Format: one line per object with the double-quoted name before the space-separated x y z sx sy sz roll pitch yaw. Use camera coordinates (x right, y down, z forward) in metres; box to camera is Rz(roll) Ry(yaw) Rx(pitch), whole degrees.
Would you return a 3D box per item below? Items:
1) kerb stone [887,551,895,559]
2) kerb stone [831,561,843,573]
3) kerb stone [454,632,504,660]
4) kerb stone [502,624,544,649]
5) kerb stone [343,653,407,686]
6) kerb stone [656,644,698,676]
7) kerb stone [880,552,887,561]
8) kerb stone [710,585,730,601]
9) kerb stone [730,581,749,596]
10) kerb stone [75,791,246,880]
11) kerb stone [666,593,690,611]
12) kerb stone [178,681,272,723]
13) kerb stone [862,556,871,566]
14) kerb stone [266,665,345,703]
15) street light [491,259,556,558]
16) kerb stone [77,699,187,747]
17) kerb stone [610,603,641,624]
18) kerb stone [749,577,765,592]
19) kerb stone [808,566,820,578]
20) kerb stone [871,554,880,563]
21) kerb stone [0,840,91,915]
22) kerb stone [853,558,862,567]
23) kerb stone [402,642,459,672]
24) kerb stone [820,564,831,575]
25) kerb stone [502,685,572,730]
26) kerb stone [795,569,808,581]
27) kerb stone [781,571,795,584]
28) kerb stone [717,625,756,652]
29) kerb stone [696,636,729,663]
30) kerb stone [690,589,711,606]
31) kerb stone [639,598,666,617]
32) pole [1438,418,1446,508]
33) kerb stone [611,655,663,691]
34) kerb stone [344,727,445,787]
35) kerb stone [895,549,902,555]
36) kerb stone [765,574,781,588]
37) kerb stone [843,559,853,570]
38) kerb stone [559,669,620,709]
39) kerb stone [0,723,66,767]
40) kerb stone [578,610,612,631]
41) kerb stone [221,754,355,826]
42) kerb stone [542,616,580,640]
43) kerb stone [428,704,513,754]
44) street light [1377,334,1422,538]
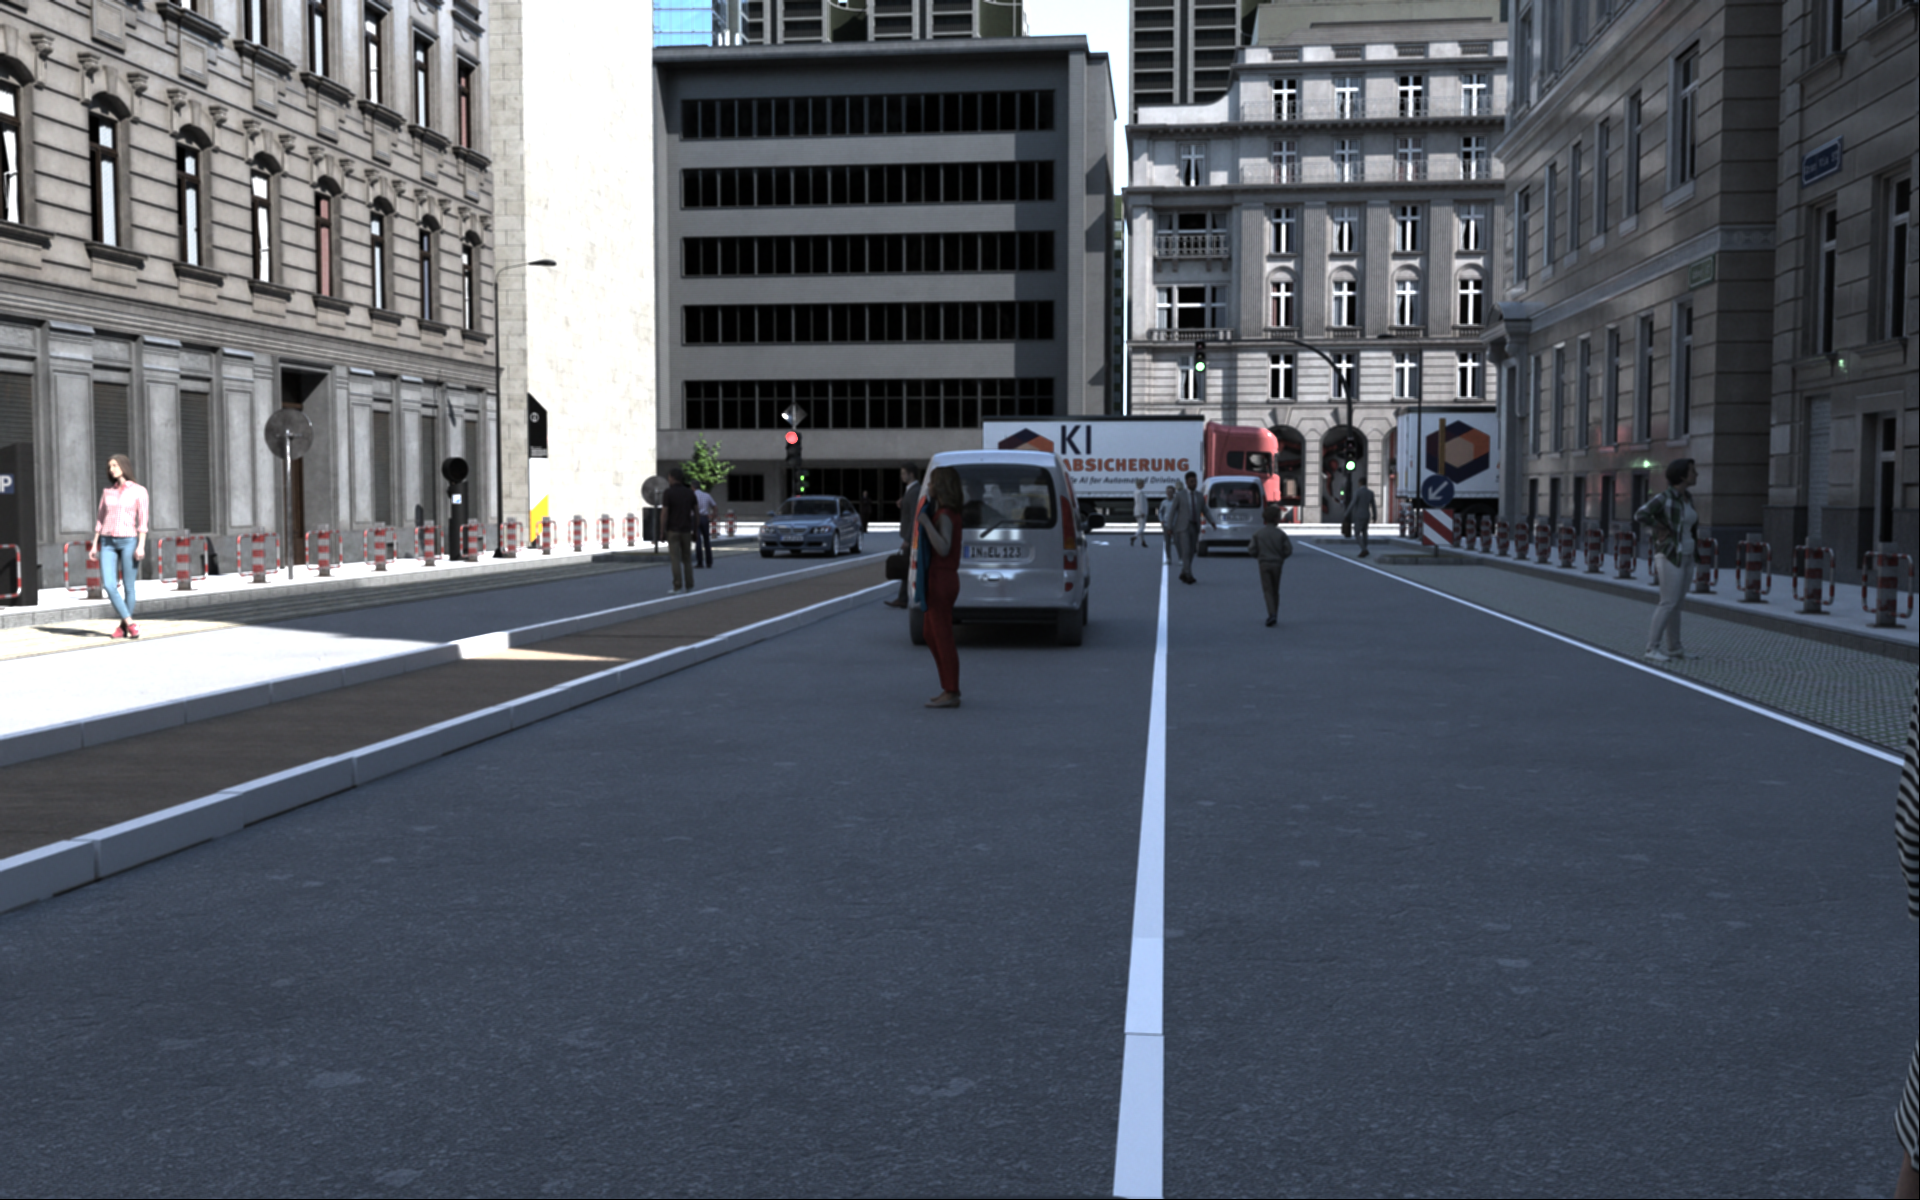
"kerb stone" -1.614 -0.952 37.763 0.120 0.150 1.000 0 4 7
"kerb stone" -2.344 -0.578 31.645 0.120 0.150 1.000 0 4 7
"kerb stone" -4.308 0.420 15.329 0.120 0.150 1.000 0 4 7
"kerb stone" -4.186 0.358 16.347 0.120 0.150 1.000 0 4 7
"kerb stone" -4.544 0.544 13.295 0.120 0.150 1.000 0 4 7
"kerb stone" -2.345 0.496 14.079 0.120 0.150 1.000 0 4 7
"kerb stone" -1.735 -0.889 36.739 0.120 0.150 1.000 0 4 7
"kerb stone" -3.335 -0.078 23.478 0.120 0.150 1.000 0 4 7
"kerb stone" -3.202 -0.141 24.505 0.120 0.150 1.000 0 4 7
"kerb stone" -3.191 0.935 6.934 0.120 0.150 1.000 0 4 7
"kerb stone" -3.574 0.046 21.442 0.120 0.150 1.000 0 4 7
"kerb stone" -4.799 0.669 11.249 0.120 0.150 1.000 0 4 7
"kerb stone" -1.971 -0.763 34.704 0.120 0.150 1.000 0 4 7
"kerb stone" -4.673 0.607 12.278 0.120 0.150 1.000 0 4 7
"street light" -8.680 -3.790 34.500 1.470 5.913 1.316 0 4 7
"kerb stone" -4.920 0.732 10.232 0.120 0.150 1.000 0 4 7
"kerb stone" -3.817 0.172 19.397 0.120 0.150 1.000 0 4 7
"kerb stone" -3.079 -0.204 25.528 0.120 0.150 1.000 0 4 7
"kerb stone" -2.591 -0.453 29.607 0.120 0.150 1.000 0 4 7
"kerb stone" -1.850 -0.827 35.721 0.120 0.150 1.000 0 4 7
"kerb stone" -3.321 0.996 5.914 0.120 0.150 1.000 0 4 7
"kerb stone" -2.108 -0.703 33.688 0.120 0.150 1.000 0 4 7
"kerb stone" -4.424 0.482 14.312 0.120 0.150 1.000 0 4 7
"kerb stone" -2.479 -0.516 30.629 0.120 0.150 1.000 0 4 7
"kerb stone" -2.711 0.689 11.011 0.120 0.150 1.000 0 4 7
"kerb stone" -2.720 -0.389 28.586 0.120 0.150 1.000 0 4 7
"kerb stone" -2.841 -0.329 27.569 0.120 0.150 1.000 0 4 7
"kerb stone" -2.095 0.372 16.115 0.120 0.150 1.000 0 4 7
"kerb stone" -2.224 0.448 15.100 0.120 0.150 1.000 0 4 7
"kerb stone" -3.451 -0.013 22.459 0.120 0.150 1.000 0 4 7
"kerb stone" -3.694 0.109 20.419 0.120 0.150 1.000 0 4 7
"pole" 12.985 -3.234 46.719 0.158 3.312 0.155 0 3 0
"kerb stone" -2.464 0.559 13.062 0.120 0.150 1.000 0 4 7
"kerb stone" -2.950 0.813 8.972 0.120 0.150 1.000 0 4 7
"kerb stone" -1.489 -1.014 38.780 0.120 0.150 1.000 0 4 7
"kerb stone" -2.957 -0.266 26.545 0.120 0.150 1.000 0 4 7
"kerb stone" -2.224 -0.640 32.663 0.120 0.150 1.000 0 4 7
"kerb stone" -2.593 0.622 12.030 0.120 0.150 1.000 0 4 7
"kerb stone" -5.044 0.794 9.215 0.120 0.150 1.000 0 4 7
"kerb stone" -3.937 0.237 18.380 0.120 0.150 1.000 0 4 7
"kerb stone" -3.082 0.871 7.955 0.120 0.150 1.000 0 4 7
"kerb stone" -4.061 0.296 17.363 0.120 0.150 1.000 0 4 7
"kerb stone" -2.838 0.751 9.990 0.120 0.150 1.000 0 4 7
"street light" 12.807 -4.762 50.394 1.470 5.913 1.316 0 4 7
